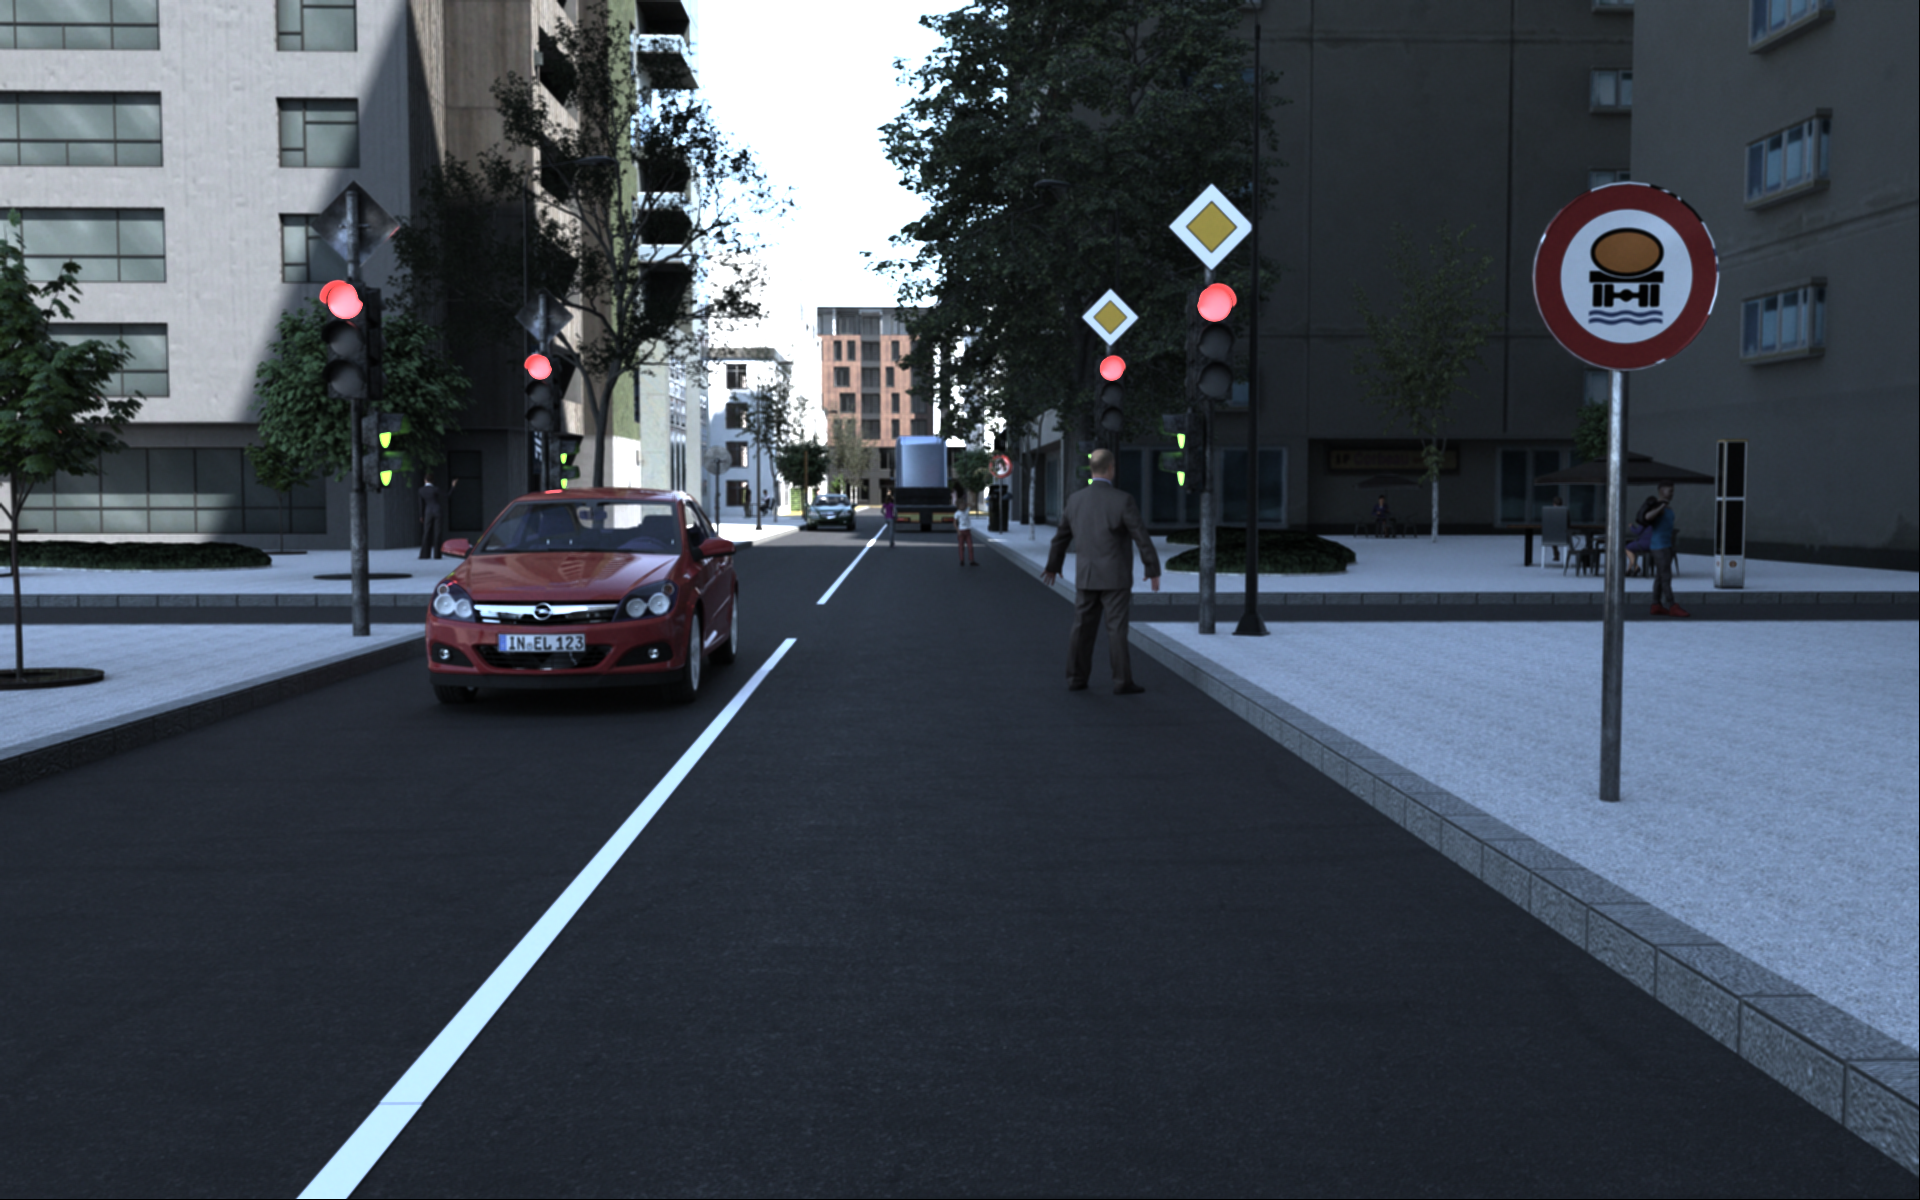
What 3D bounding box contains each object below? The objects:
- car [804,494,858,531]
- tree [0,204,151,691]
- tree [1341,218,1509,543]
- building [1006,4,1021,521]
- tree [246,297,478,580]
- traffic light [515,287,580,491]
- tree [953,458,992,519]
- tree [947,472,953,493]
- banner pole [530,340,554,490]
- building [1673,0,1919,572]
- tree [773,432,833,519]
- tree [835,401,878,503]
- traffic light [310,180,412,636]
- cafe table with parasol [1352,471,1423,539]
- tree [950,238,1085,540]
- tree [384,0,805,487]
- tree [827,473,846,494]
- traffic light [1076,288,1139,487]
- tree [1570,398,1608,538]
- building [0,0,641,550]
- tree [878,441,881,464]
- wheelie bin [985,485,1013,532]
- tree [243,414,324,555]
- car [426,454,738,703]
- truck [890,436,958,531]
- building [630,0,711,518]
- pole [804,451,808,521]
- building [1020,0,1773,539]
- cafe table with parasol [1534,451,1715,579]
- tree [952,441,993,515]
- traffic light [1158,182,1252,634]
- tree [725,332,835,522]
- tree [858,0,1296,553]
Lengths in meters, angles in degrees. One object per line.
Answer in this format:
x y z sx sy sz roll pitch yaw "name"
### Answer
-5.130 -3.512 69.214 2.131 1.459 4.920 0 4 -2 "car"
-6.302 -1.039 11.594 1.663 3.219 1.824 0 3 0 "tree"
12.332 -5.825 45.596 4.737 8.622 4.395 0 3 0 "tree"
9.291 -19.373 88.445 14.160 30.474 14.107 0 4 -2 "building"
-9.128 -2.611 26.405 4.285 4.588 4.351 0 3 0 "tree"
-5.627 -2.118 23.556 0.839 4.253 0.868 0 4 -2 "traffic light"
0.776 -5.912 91.261 1.663 3.219 1.824 0 3 0 "tree"
-1.162 -9.592 151.423 1.663 3.219 1.824 0 3 0 "tree"
-6.098 -2.162 25.370 0.401 3.779 0.863 -3 5 -41 "banner pole"
26.045 -25.148 34.865 21.600 48.544 21.300 0 4 -2 "building"
-8.246 -6.596 91.558 4.285 4.588 4.351 0 3 0 "tree"
-9.155 -11.153 132.711 4.360 8.622 3.978 0 3 0 "tree"
-5.406 -1.630 15.574 0.839 4.253 0.868 0 4 -2 "traffic light"
12.456 -2.798 50.617 2.610 1.966 2.610 -2 4 -24 "cafe table with parasol"
1.909 -5.985 48.211 4.360 8.622 3.978 0 3 0 "tree"
-7.123 -6.047 33.274 8.767 10.594 7.601 0 4 -1 "tree"
-10.058 -9.186 144.788 1.663 3.219 1.824 0 3 0 "tree"
2.030 -2.132 23.784 0.839 4.253 0.868 0 4 -2 "traffic light"
19.612 -4.107 50.864 4.285 4.588 4.351 0 3 0 "tree"
-16.495 -16.688 44.554 14.160 30.474 14.107 0 4 -2 "building"
-9.596 -12.550 155.561 4.360 8.622 3.978 0 3 0 "tree"
1.354 -3.138 59.222 0.980 1.594 0.693 -1 4 -12 "wheelie bin"
-14.410 -2.597 37.065 1.663 3.219 1.824 0 3 0 "tree"
-2.747 -0.257 13.236 2.155 1.783 4.494 0 4 -2 "car"
-1.592 -5.180 74.454 2.967 4.110 18.799 0 4 -2 "truck"
-22.466 -46.749 77.015 22.319 86.520 31.000 0 4 -2 "building"
-7.277 -5.386 81.910 0.158 3.312 0.155 0 3 0 "pole"
13.501 -26.819 62.194 21.300 48.544 21.600 0 4 -2 "building"
10.282 -1.349 26.925 2.610 1.966 2.610 3 5 43 "cafe table with parasol"
1.131 -7.540 106.987 4.285 4.588 4.351 0 3 0 "tree"
2.252 -1.644 15.802 0.839 4.253 0.868 0 4 -2 "traffic light"
-8.411 -7.808 78.016 4.360 8.622 3.978 0 3 0 "tree"
2.695 -8.007 37.576 9.857 13.997 8.962 0 3 0 "tree"
